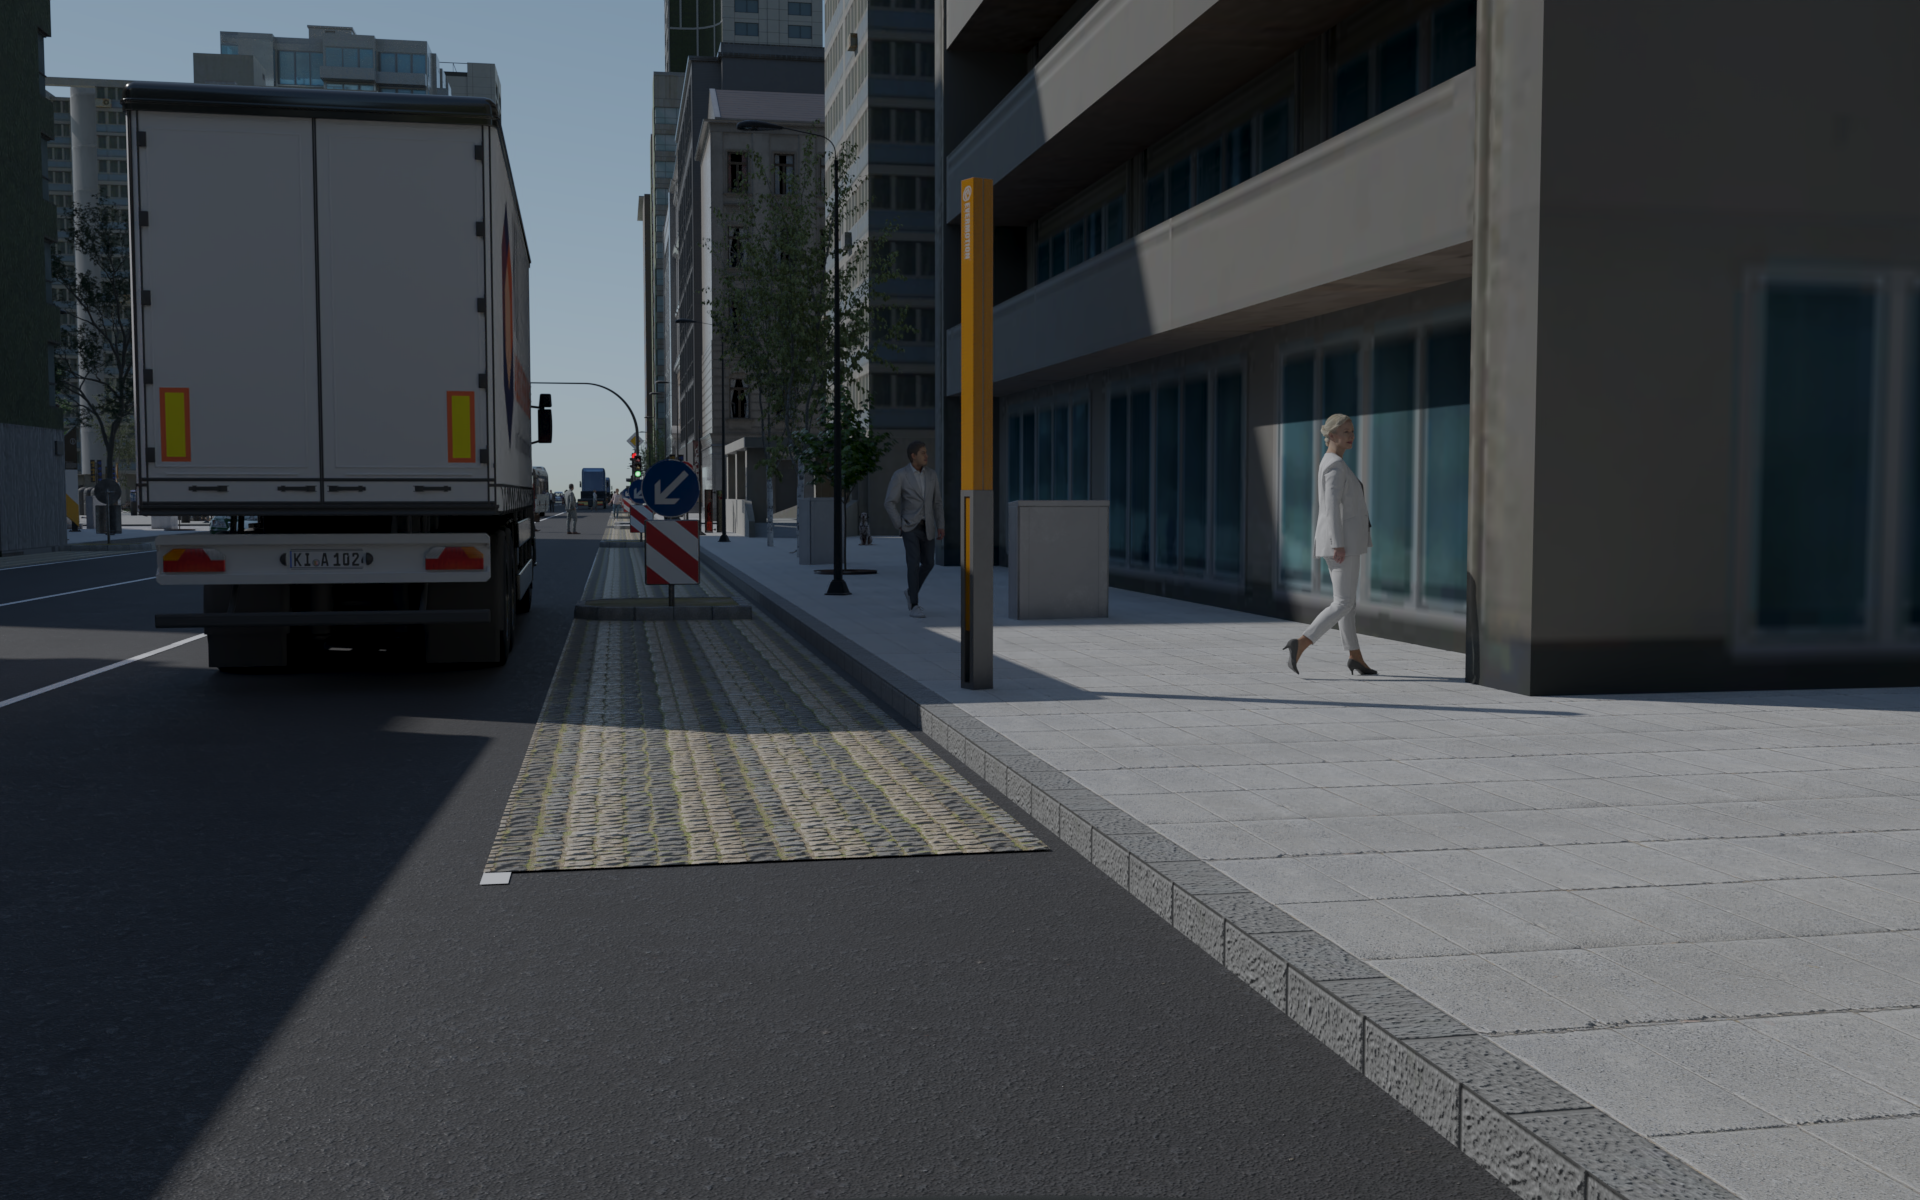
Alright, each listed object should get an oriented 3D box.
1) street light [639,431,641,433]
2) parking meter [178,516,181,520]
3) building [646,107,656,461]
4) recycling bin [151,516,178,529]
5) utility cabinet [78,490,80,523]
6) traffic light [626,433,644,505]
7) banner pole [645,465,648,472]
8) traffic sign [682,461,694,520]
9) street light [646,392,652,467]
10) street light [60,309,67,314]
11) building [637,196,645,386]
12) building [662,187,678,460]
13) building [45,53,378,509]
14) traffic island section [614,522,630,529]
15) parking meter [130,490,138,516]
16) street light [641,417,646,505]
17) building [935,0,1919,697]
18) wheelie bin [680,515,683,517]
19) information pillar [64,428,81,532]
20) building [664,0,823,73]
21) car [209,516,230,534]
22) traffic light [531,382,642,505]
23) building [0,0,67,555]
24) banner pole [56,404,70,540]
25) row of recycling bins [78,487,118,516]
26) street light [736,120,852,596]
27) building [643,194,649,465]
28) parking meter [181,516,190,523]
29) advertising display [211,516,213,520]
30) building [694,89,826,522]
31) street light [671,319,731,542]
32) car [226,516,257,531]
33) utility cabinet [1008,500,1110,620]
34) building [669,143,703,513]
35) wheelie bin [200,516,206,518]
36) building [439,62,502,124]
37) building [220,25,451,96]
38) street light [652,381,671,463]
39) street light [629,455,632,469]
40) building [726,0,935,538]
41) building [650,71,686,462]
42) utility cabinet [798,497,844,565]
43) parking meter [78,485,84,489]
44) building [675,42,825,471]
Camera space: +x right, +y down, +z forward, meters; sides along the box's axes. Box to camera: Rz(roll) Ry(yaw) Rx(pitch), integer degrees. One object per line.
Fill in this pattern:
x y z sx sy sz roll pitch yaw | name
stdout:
-22.997 -9.515 128.110 1.470 5.913 1.316 -1 4 -11 | street light
-38.291 -4.849 84.989 0.255 1.863 0.399 1 4 15 | parking meter
-25.861 -32.826 186.818 14.600 45.320 14.200 -1 4 -11 | building
-29.307 -3.134 63.797 0.722 1.027 0.722 0 4 -4 | recycling bin
-38.984 -4.077 75.341 0.318 1.500 1.173 3 5 42 | utility cabinet
-14.788 -5.501 78.866 0.839 4.253 0.868 -1 4 -11 | traffic light
-27.349 -9.855 151.142 0.401 3.779 0.863 0 4 4 | banner pole
-10.633 -4.079 66.791 0.768 2.556 0.104 0 4 -4 | traffic sign
-13.446 -6.521 79.152 1.470 5.913 1.316 -1 4 -11 | street light
-23.147 -4.346 43.596 1.470 5.913 1.316 -1 4 -11 | street light
-40.546 -43.349 297.990 28.713 52.752 27.495 -1 4 -11 | building
-18.334 -19.968 144.506 12.078 24.808 19.932 -1 4 -11 | building
-64.041 -28.484 157.587 32.217 40.220 23.993 -1 4 -11 | building
-14.747 -3.468 78.988 2.009 0.180 2.903 -1 4 -11 | traffic island section
-48.972 -5.765 102.664 0.372 1.533 0.369 0 3 0 | parking meter
-18.176 -8.020 103.670 1.470 5.913 1.316 -1 4 -11 | street light
12.029 -24.350 21.826 21.300 48.544 21.600 -1 4 -11 | building
-15.649 -5.360 95.539 0.980 1.594 0.693 1 4 16 | wheelie bin
-30.145 -4.121 58.741 0.183 3.616 0.504 2 4 26 | information pillar
-28.483 -47.663 217.549 20.563 71.187 20.611 -1 4 -11 | building
-19.031 -2.154 47.011 2.131 1.459 4.920 -1 4 -12 | car
-15.277 -5.861 70.488 4.771 5.953 1.251 -1 4 -11 | traffic light
-28.080 -16.085 34.694 14.160 30.474 14.107 -1 4 -11 | building
-25.154 -3.538 47.868 0.863 3.779 0.401 -2 4 -30 | banner pole
-51.602 -5.896 103.516 3.534 1.692 1.069 2 4 34 | row of recycling bins
-2.084 -3.012 21.784 1.470 5.913 1.316 -1 4 -11 | street light
-38.868 -36.831 252.289 14.600 45.320 14.200 -1 4 -11 | building
-34.313 -4.176 76.696 0.372 1.533 0.369 0 3 0 | parking meter
-27.462 -3.615 64.313 0.123 1.923 0.974 2 4 24 | advertising display
-3.777 -14.524 86.626 18.267 20.994 9.793 -1 4 -11 | building
-6.847 -4.499 46.108 1.470 5.913 1.316 -1 4 -11 | street light
-12.371 -1.246 32.175 2.131 1.459 4.920 -1 4 -12 | car
1.018 -0.412 17.904 1.020 1.237 0.306 -1 4 -20 | utility cabinet
-13.812 -20.723 124.719 13.634 28.700 20.117 -1 4 -11 | building
-39.722 -5.060 90.637 0.693 1.594 0.980 -3 4 -38 | wheelie bin
-85.188 -52.175 291.315 20.563 71.187 20.611 -1 4 -11 | building
-65.013 -34.570 184.822 23.786 49.044 30.456 -1 4 -11 | building
-11.786 -6.035 71.206 1.470 5.913 1.316 -1 4 -11 | street light
-33.157 -12.637 179.159 1.470 5.913 1.316 -1 4 -11 | street light
8.250 -22.495 59.682 32.217 40.220 23.993 -1 4 -11 | building
-23.318 -29.900 172.465 14.154 41.232 14.086 -1 4 -11 | building
-2.536 -1.261 31.780 0.306 1.237 1.020 2 4 34 | utility cabinet
-54.042 -6.157 106.386 0.399 1.863 0.255 -1 4 -12 | parking meter
-9.192 -18.908 102.660 14.314 27.812 24.014 -1 4 -11 | building
